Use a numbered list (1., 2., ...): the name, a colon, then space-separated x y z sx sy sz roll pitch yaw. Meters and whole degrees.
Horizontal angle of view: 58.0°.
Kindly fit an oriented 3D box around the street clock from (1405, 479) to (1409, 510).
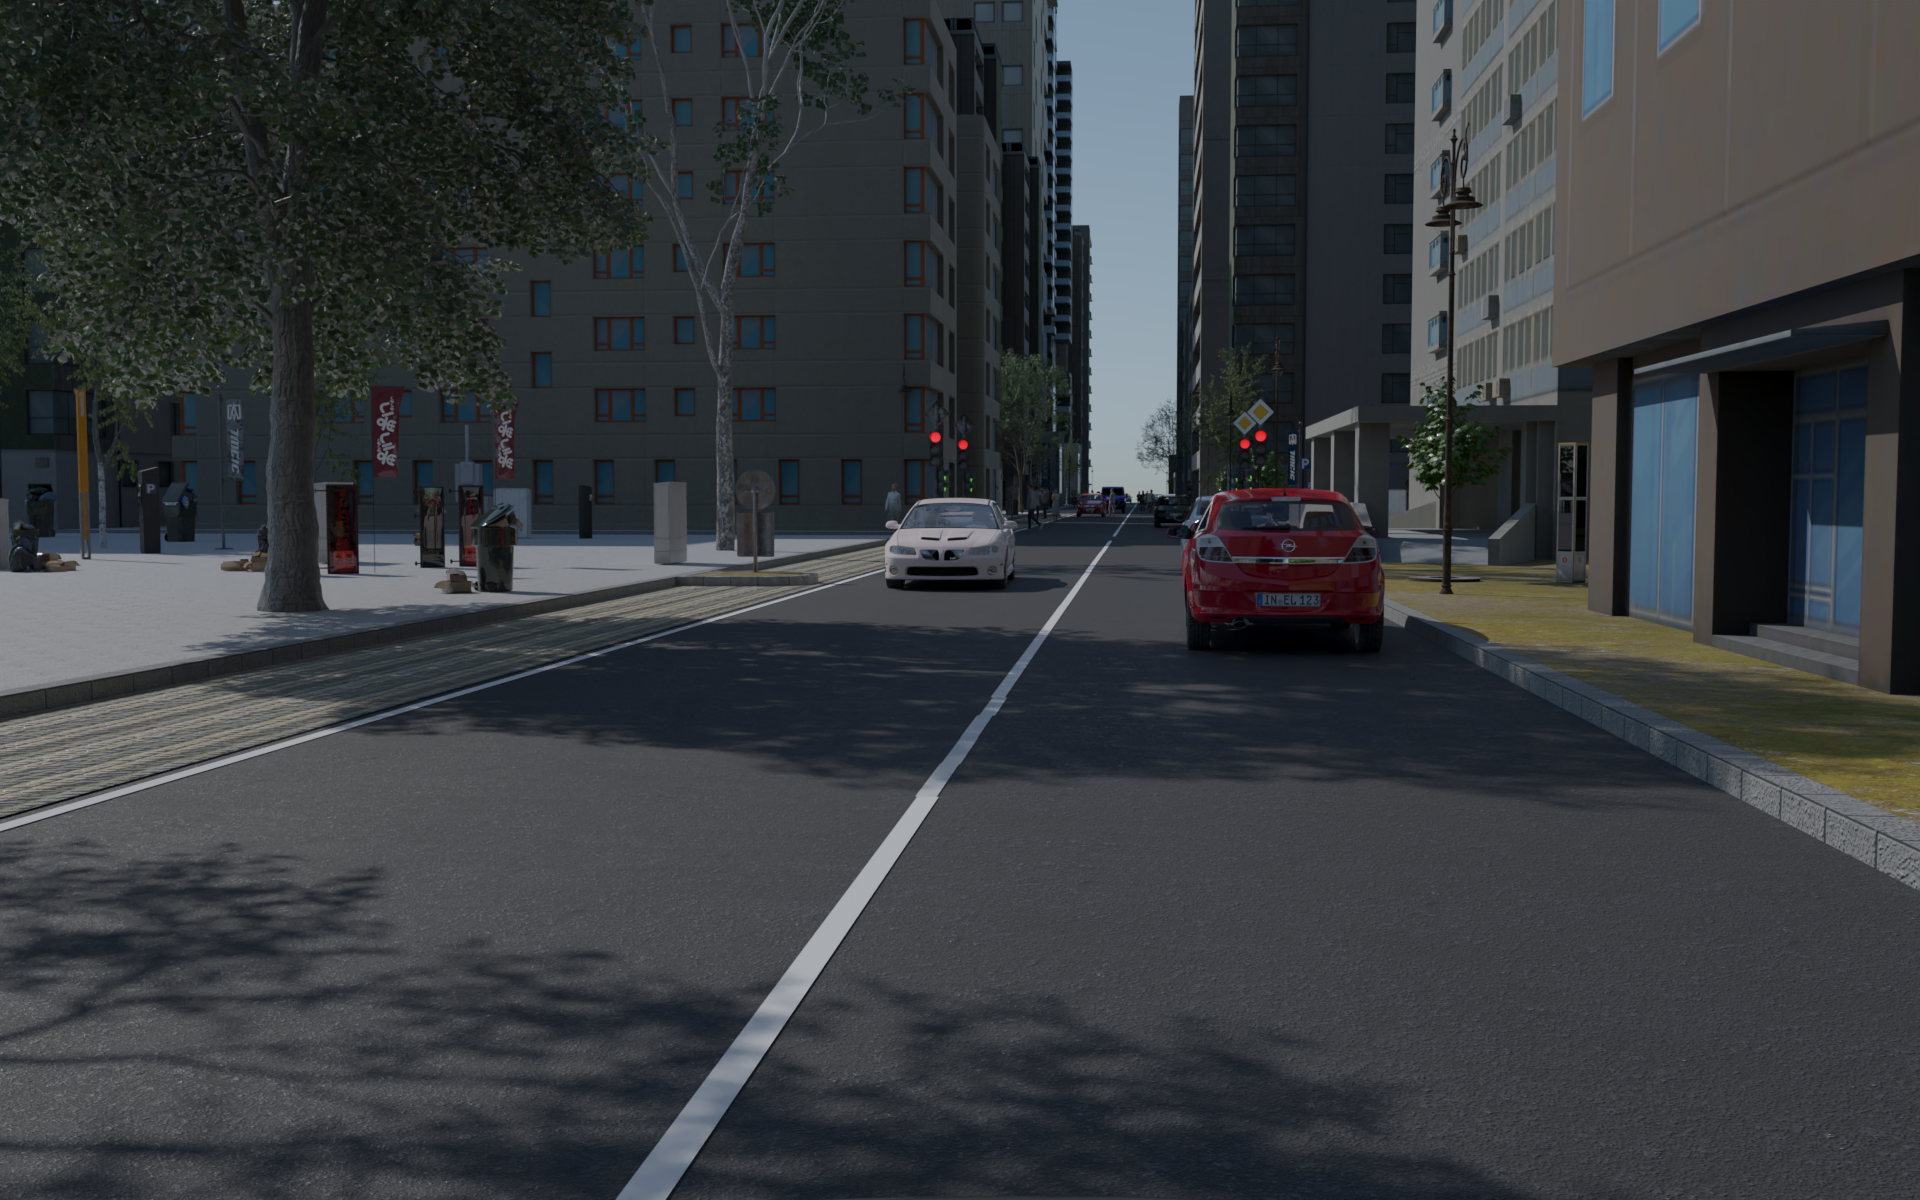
1. street clock: 21.217 -4.715 81.659 0.471 2.002 0.358 1 4 15

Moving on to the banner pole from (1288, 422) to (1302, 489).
1. banner pole: 11.669 -4.296 60.252 0.401 3.779 0.863 -2 4 -30

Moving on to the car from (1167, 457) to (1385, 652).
1. car: 3.149 -0.507 17.329 2.155 1.783 4.494 0 4 7

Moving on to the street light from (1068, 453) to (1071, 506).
1. street light: 12.154 -13.401 191.896 0.468 5.910 1.993 0 4 6

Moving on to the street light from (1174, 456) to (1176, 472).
1. street light: 26.053 -14.478 209.505 0.468 5.910 1.993 0 4 6

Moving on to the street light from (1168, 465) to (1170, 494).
1. street light: 28.973 -16.130 236.513 0.468 5.910 1.993 0 4 6

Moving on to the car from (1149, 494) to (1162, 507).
1. car: 21.680 -10.954 190.900 2.131 1.459 4.920 0 4 4

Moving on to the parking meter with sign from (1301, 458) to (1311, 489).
1. parking meter with sign: 17.236 -5.383 84.267 0.543 3.016 1.738 3 5 42

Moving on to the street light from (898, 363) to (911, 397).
1. street light: -1.833 -5.364 60.485 0.468 5.910 1.993 0 4 6

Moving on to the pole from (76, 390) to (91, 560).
1. pole: -17.184 -2.453 33.946 0.158 3.312 0.155 0 3 0

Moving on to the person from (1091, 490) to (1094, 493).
1. person: 10.512 -7.954 138.992 0.568 1.767 0.683 2 4 28

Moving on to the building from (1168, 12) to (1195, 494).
1. building: 44.510 -58.756 273.337 22.319 86.520 31.000 0 4 6

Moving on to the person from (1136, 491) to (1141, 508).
1. person: 17.981 -10.067 174.009 0.541 1.710 0.530 0 4 -4

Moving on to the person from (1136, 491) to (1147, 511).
1. person: 15.383 -8.373 146.120 1.217 1.735 0.721 -2 4 -27

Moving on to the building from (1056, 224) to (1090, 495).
1. building: 11.961 -35.045 256.580 14.154 41.232 14.086 0 4 6

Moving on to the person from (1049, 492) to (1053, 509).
1. person: 8.067 -8.806 153.279 1.065 1.426 0.557 -2 4 -29

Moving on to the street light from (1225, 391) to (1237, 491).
1. street light: 12.132 -6.415 77.673 0.468 5.910 1.993 0 4 6

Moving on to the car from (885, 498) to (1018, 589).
1. car: -0.093 -0.946 27.830 2.083 1.381 4.827 0 4 4

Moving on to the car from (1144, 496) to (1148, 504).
1. car: 24.931 -13.521 231.293 2.015 1.641 3.980 0 4 4

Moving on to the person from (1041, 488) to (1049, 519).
1. person: 4.861 -5.583 99.956 0.473 1.802 0.592 0 4 -6

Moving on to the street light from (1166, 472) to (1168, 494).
1. street light: 34.876 -19.535 292.182 0.468 5.910 1.993 0 4 6

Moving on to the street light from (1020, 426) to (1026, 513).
1. street light: 4.177 -8.781 116.362 0.468 5.910 1.993 0 4 6

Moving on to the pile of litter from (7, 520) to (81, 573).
1. pile of litter: -15.373 -0.919 28.997 1.176 0.858 1.719 -1 4 -12

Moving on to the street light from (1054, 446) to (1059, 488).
1. street light: 9.196 -11.713 164.293 0.468 5.910 1.993 0 4 6

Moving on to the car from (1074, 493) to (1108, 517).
1. car: 8.320 -6.155 109.675 2.155 1.783 4.494 0 4 6

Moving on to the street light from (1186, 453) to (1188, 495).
1. street light: 20.239 -11.069 153.770 0.468 5.910 1.993 0 4 6

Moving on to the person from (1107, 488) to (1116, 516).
1. person: 9.902 -6.411 113.527 0.583 1.804 0.606 2 4 30

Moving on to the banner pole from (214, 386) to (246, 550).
1. banner pole: -16.862 -3.057 40.000 0.863 3.779 0.401 1 4 18

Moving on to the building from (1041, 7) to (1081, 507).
1. building: 5.461 -56.305 233.258 22.319 86.520 31.000 0 4 6

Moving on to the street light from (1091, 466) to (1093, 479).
1. street light: 20.962 -18.454 274.502 0.468 5.910 1.993 0 4 6

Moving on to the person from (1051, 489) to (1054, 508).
1. person: 8.401 -9.238 158.015 0.436 1.711 0.756 -1 4 -12

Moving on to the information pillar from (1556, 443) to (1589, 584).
1. information pillar: 8.811 -1.250 24.929 0.304 2.012 0.304 -2 4 -34

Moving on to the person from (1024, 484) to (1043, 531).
1. person: 2.873 -3.633 67.748 0.795 1.843 0.661 0 4 4

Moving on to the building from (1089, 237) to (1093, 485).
1. building: 9.933 -38.142 278.243 22.147 44.769 28.867 0 4 6

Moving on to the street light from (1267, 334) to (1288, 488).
1. street light: 9.152 -4.727 50.075 0.468 5.910 1.993 0 4 6

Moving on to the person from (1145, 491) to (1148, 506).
1. person: 22.795 -12.376 210.718 0.709 1.838 0.599 0 4 -7

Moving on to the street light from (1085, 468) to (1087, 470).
1. street light: 17.963 -16.766 246.903 0.468 5.910 1.993 0 4 6

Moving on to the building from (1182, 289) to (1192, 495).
1. building: 34.718 -19.196 158.897 27.650 21.520 28.899 0 4 6

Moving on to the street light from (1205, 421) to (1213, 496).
1. street light: 15.084 -8.103 105.277 0.468 5.910 1.993 0 4 6

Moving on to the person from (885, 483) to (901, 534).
1. person: -2.197 -3.014 58.010 0.478 1.798 0.641 2 4 27

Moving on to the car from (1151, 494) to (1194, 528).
1. car: 9.299 -3.997 75.143 2.009 1.686 4.222 0 4 6

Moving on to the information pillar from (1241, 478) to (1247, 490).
1. information pillar: 13.019 -4.607 79.818 0.304 2.012 0.304 3 5 45

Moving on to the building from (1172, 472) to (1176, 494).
1. building: 34.878 -46.396 196.834 20.563 71.187 20.611 0 4 6

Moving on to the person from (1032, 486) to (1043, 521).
1. person: 3.766 -4.726 85.624 0.661 1.843 0.795 0 4 5

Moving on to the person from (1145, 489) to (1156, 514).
1. person: 13.802 -7.087 124.854 0.782 1.767 0.515 2 4 33

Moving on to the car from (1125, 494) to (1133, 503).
1. car: 25.637 -15.662 267.878 2.131 1.459 4.920 0 4 5

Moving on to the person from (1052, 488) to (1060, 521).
1. person: 5.045 -4.992 90.690 0.480 1.755 0.524 -2 4 -32

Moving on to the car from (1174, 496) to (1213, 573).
1. car: 4.986 -1.233 32.159 2.014 1.417 4.499 0 4 7

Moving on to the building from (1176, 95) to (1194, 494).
1. building: 29.662 -30.386 180.403 14.154 41.232 14.086 0 4 6

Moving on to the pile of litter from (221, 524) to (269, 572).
1. pile of litter: -11.750 -0.918 28.971 1.176 0.858 1.719 -2 4 -30

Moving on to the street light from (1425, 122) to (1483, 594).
1. street light: 6.249 -3.014 22.073 0.468 5.910 1.993 0 4 6
